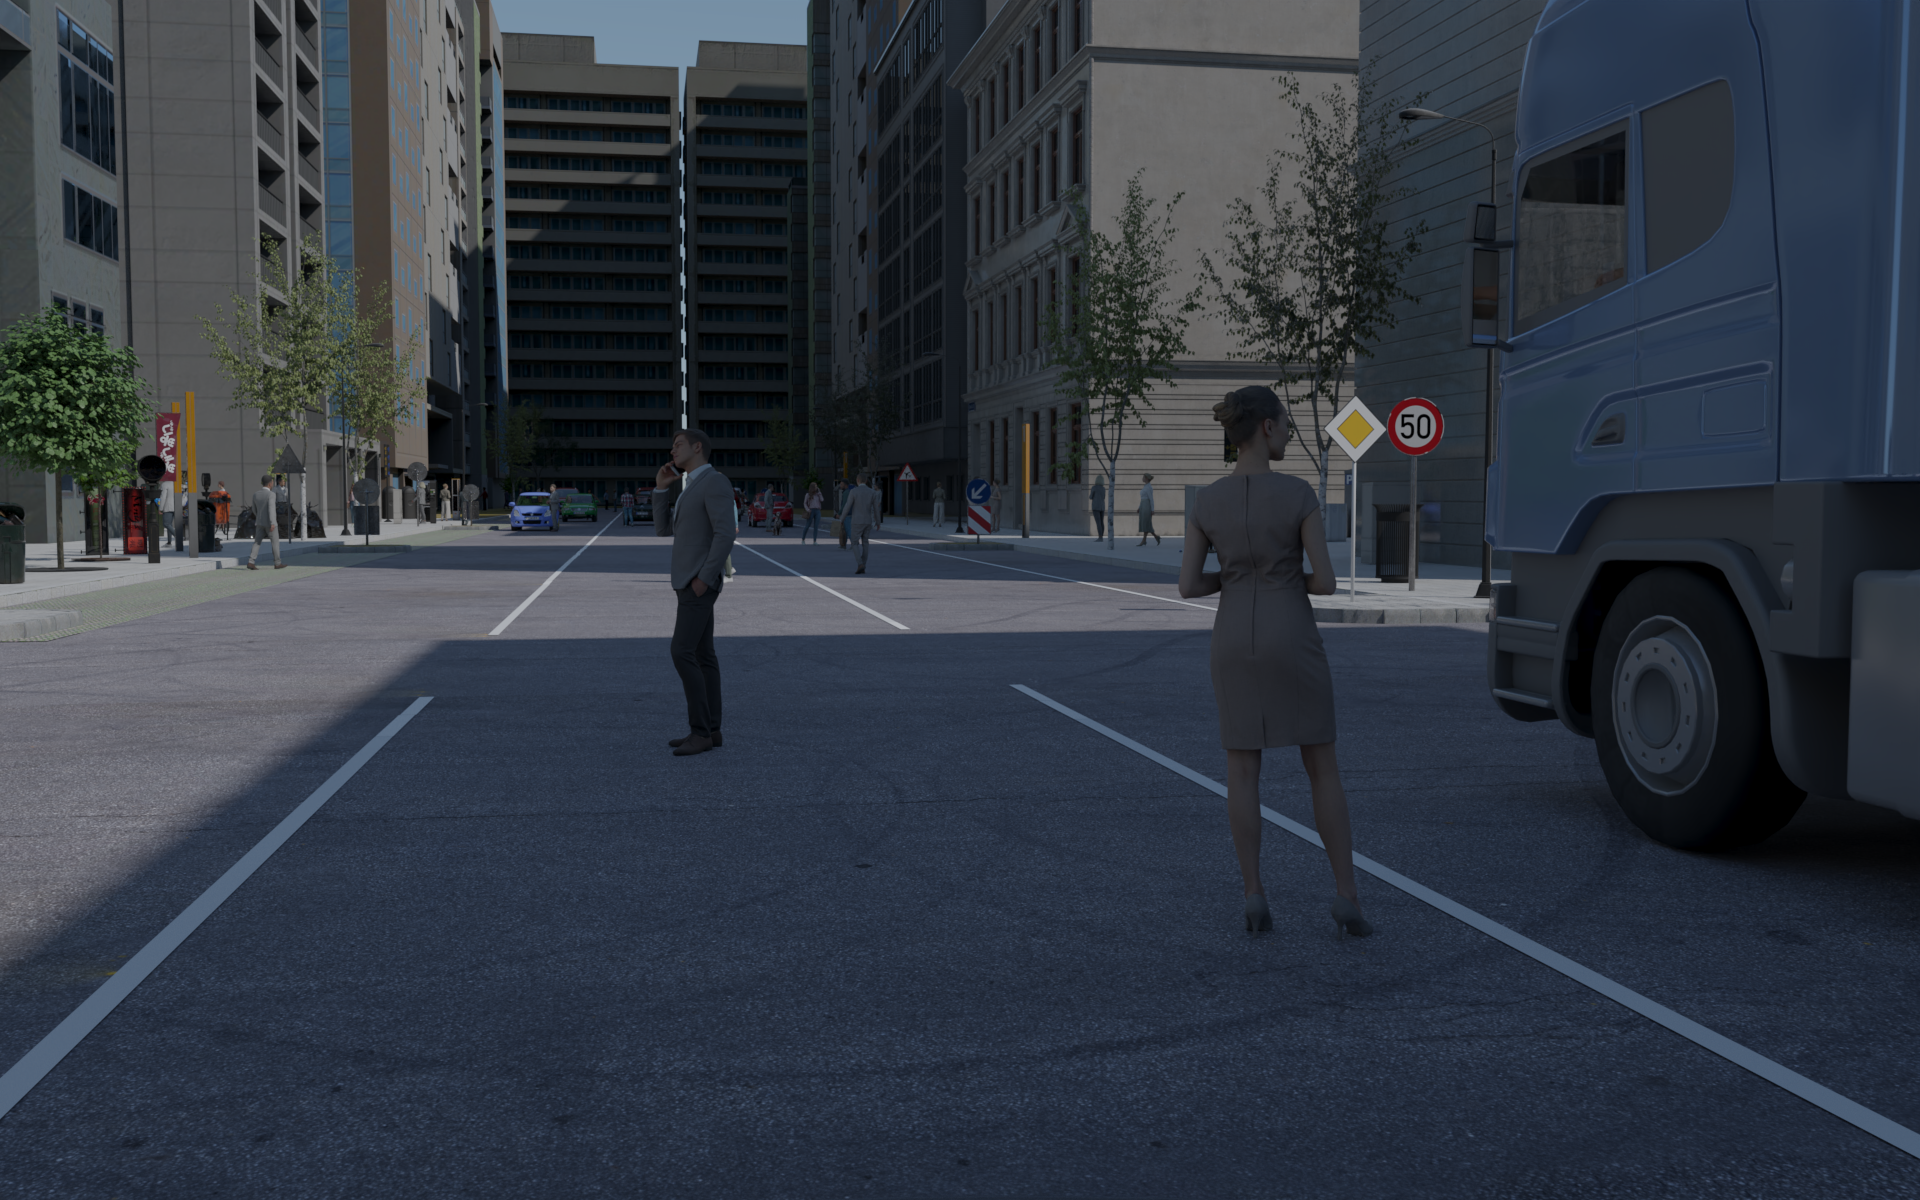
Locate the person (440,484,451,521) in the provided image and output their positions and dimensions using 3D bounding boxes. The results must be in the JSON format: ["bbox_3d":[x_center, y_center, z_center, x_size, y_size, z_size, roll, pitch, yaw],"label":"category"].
[{"bbox_3d":[-24.189,-4.582,81.511,0.519,1.759,0.362,1,4,11],"label":"person"}]

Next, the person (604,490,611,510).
[{"bbox_3d":[-31.893,-9.052,156.485,0.705,1.826,1.348,1,4,15],"label":"person"}]

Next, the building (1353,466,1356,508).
[{"bbox_3d":[29.971,-31.416,205.534,23.993,40.220,32.217,-1,4,-10],"label":"building"}]

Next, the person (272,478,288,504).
[{"bbox_3d":[-23.316,-3.270,59.361,0.795,1.843,0.661,3,4,36],"label":"person"}]

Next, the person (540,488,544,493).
[{"bbox_3d":[-26.065,-6.096,108.175,0.705,1.823,1.348,-3,4,-38],"label":"person"}]

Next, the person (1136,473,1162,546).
[{"bbox_3d":[4.648,-2.219,42.549,0.641,1.798,0.478,0,4,3],"label":"person"}]

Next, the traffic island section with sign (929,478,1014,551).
[{"bbox_3d":[0.238,-2.216,44.861,1.989,1.847,2.006,-1,4,-10],"label":"traffic island section with sign"}]

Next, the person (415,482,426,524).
[{"bbox_3d":[-22.968,-4.125,73.671,0.526,1.800,0.537,1,4,15],"label":"person"}]

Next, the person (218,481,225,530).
[{"bbox_3d":[-26.687,-3.409,62.348,0.524,1.755,0.480,-3,5,-43],"label":"person"}]

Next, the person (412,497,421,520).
[{"bbox_3d":[-26.677,-4.861,85.794,0.850,1.792,0.678,1,4,17],"label":"person"}]

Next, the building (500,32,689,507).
[{"bbox_3d":[-41.079,-34.476,187.386,21.600,48.544,21.300,-1,4,-10],"label":"building"}]

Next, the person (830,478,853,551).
[{"bbox_3d":[-2.880,-2.146,43.570,0.713,1.824,0.794,2,4,30],"label":"person"}]

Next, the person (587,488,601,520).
[{"bbox_3d":[-20.401,-5.272,95.385,1.217,1.739,0.721,0,4,-8],"label":"person"}]

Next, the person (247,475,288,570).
[{"bbox_3d":[-13.097,-1.460,32.648,0.678,1.792,0.850,2,4,23],"label":"person"}]

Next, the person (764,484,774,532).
[{"bbox_3d":[-7.221,-3.486,65.588,0.391,1.810,0.635,0,4,-7],"label":"person"}]

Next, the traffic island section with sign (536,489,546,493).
[{"bbox_3d":[-28.530,-6.705,118.261,1.989,1.847,2.006,-1,4,-10],"label":"traffic island section with sign"}]

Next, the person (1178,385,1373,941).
[{"bbox_3d":[1.034,0.196,5.634,0.599,1.781,0.374,2,4,25],"label":"person"}]

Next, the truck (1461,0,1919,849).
[{"bbox_3d":[5.314,-0.637,0.172,2.967,4.110,18.799,-1,4,-11],"label":"truck"}]

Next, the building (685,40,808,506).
[{"bbox_3d":[-19.561,-34.690,190.883,21.600,48.544,21.300,-1,4,-10],"label":"building"}]

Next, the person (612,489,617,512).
[{"bbox_3d":[-27.411,-7.884,137.492,0.705,1.814,1.350,-1,4,-17],"label":"person"}]

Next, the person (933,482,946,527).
[{"bbox_3d":[-0.804,-3.726,67.510,0.519,1.759,0.362,0,4,5],"label":"person"}]

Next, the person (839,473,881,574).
[{"bbox_3d":[-1.805,-1.386,31.287,0.709,1.813,0.853,-2,4,-27],"label":"person"}]

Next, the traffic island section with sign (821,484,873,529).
[{"bbox_3d":[-4.725,-3.865,71.828,1.989,1.847,2.006,-1,4,-10],"label":"traffic island section with sign"}]

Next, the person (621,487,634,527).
[{"bbox_3d":[-14.559,-4.068,75.854,0.563,1.720,0.643,-1,4,-19],"label":"person"}]

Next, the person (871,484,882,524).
[{"bbox_3d":[-3.563,-4.128,74.287,0.466,1.731,0.760,0,4,2],"label":"person"}]

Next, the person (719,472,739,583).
[{"bbox_3d":[-3.802,-1.166,27.905,0.444,1.785,0.601,-2,4,-28],"label":"person"}]

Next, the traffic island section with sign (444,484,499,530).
[{"bbox_3d":[-19.535,-3.712,69.326,1.989,1.847,2.006,-1,4,-10],"label":"traffic island section with sign"}]

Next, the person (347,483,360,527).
[{"bbox_3d":[-23.529,-3.707,67.237,0.593,1.750,0.643,0,4,1],"label":"person"}]

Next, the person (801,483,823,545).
[{"bbox_3d":[-4.179,-2.411,48.512,0.593,1.750,0.643,-2,4,-28],"label":"person"}]

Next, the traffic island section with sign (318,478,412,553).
[{"bbox_3d":[-14.625,-2.082,42.673,1.989,1.847,2.006,-1,4,-10],"label":"traffic island section with sign"}]

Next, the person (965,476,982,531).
[{"bbox_3d":[0.415,-2.958,54.253,0.795,1.843,0.661,3,4,36],"label":"person"}]

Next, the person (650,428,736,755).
[{"bbox_3d":[-1.497,-0.063,9.714,0.473,1.802,0.592,-1,4,-9],"label":"person"}]

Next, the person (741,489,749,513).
[{"bbox_3d":[-16.167,-7.374,129.070,0.705,1.823,1.348,-3,5,-42],"label":"person"}]

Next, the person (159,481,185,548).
[{"bbox_3d":[-18.805,-2.169,41.350,0.795,1.843,0.661,1,4,14],"label":"person"}]

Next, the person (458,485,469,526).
[{"bbox_3d":[-20.965,-3.971,73.604,0.661,1.801,0.590,1,4,9],"label":"person"}]

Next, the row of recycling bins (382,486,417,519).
[{"bbox_3d":[-28.818,-5.006,88.966,3.534,1.692,1.069,-3,4,-37],"label":"row of recycling bins"}]

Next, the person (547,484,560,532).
[{"bbox_3d":[-15.567,-3.508,66.050,0.606,1.804,0.583,3,5,44],"label":"person"}]

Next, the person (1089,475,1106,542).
[{"bbox_3d":[3.672,-2.471,46.625,0.537,1.800,0.526,-2,4,-29],"label":"person"}]

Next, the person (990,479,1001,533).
[{"bbox_3d":[1.172,-3.138,57.694,0.374,1.781,0.599,-1,4,-10],"label":"person"}]

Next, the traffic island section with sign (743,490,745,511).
[{"bbox_3d":[-18.583,-8.475,147.191,1.989,1.847,2.006,-1,4,-10],"label":"traffic island section with sign"}]

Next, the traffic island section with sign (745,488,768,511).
[{"bbox_3d":[-13.717,-6.853,120.677,1.989,1.847,2.006,-1,4,-10],"label":"traffic island section with sign"}]
